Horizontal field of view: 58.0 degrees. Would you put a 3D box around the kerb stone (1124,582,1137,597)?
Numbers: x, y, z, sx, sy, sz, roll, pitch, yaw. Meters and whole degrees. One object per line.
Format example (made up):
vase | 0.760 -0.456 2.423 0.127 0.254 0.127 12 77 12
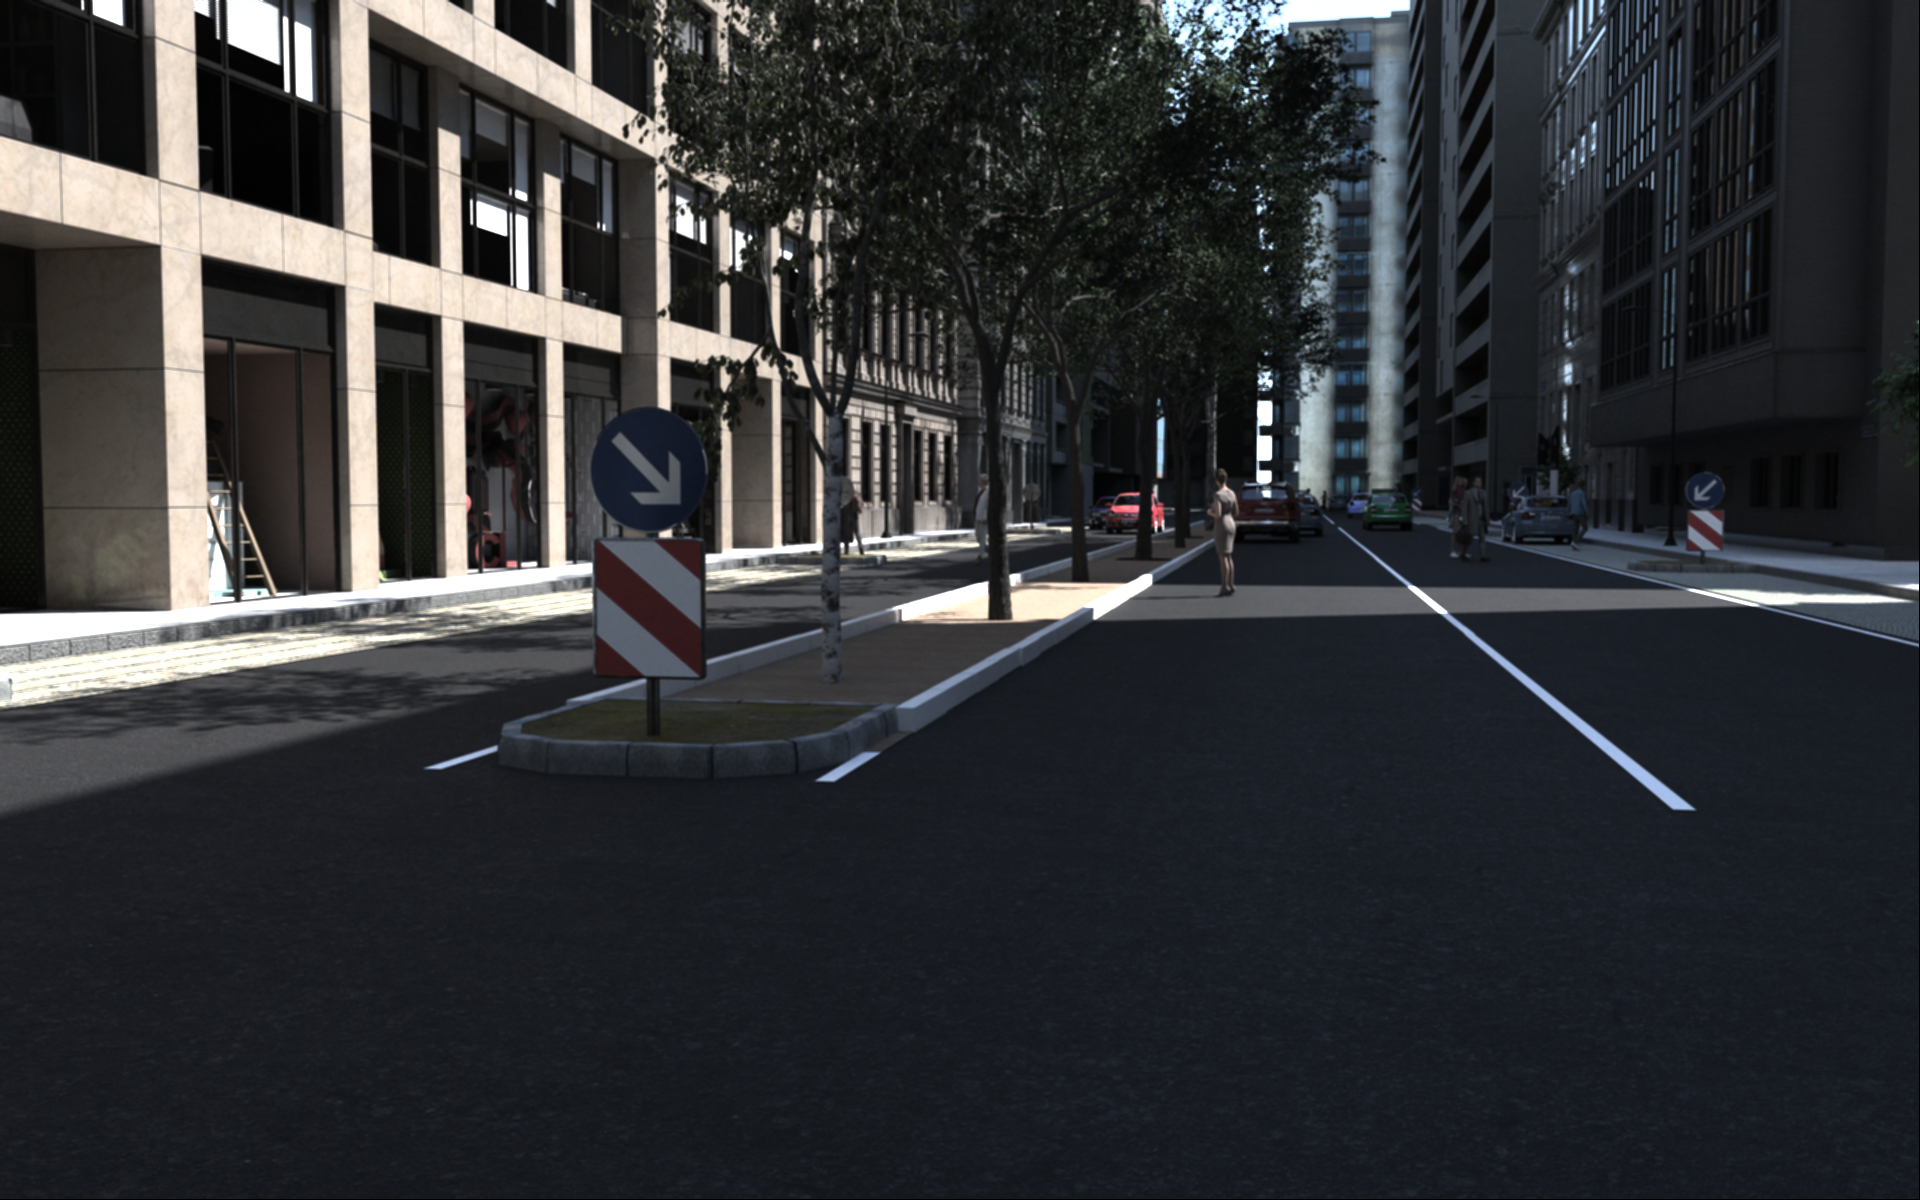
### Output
kerb stone | 2.307 -0.109 23.985 0.120 0.150 1.000 1 4 11

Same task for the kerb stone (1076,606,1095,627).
kerb stone | 1.328 0.199 18.940 0.120 0.150 1.000 1 4 11

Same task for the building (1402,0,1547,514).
building | 48.250 -31.720 142.327 21.300 48.544 21.600 1 4 11

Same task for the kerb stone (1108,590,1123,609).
kerb stone | 1.920 0.014 21.966 0.120 0.150 1.000 1 4 11

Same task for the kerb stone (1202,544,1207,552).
kerb stone | 5.845 -1.216 42.079 0.120 0.150 1.000 1 4 11

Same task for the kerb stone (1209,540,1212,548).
kerb stone | 6.417 -1.401 45.103 0.120 0.150 1.000 1 4 11

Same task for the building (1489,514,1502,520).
building | 38.849 -28.731 93.446 21.300 48.544 21.600 1 4 11

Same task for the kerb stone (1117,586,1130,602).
kerb stone | 2.111 -0.048 22.981 0.120 0.150 1.000 1 4 11

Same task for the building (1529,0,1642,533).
building | 30.044 -16.508 67.175 12.463 27.353 25.104 1 4 11

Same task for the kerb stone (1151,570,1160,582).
kerb stone | 3.088 -0.355 28.003 0.120 0.150 1.000 1 4 11

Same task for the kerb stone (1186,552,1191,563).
kerb stone | 4.659 -0.846 36.033 0.120 0.150 1.000 1 4 11

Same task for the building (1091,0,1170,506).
building | 10.885 -30.814 153.912 14.200 45.320 14.600 1 4 11

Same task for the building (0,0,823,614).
building | -16.218 -13.752 29.364 19.350 26.468 34.151 1 4 11

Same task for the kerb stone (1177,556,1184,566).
kerb stone | 4.267 -0.724 34.026 0.120 0.150 1.000 1 4 11

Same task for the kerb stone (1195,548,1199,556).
kerb stone | 5.248 -1.028 39.059 0.120 0.150 1.000 1 4 11

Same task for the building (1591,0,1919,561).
building | 25.199 -15.258 42.974 14.314 27.812 24.014 1 4 11

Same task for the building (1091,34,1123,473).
building | -3.805 -32.125 114.481 28.713 52.752 27.495 1 4 11

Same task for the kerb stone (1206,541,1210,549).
kerb stone | 6.224 -1.340 44.099 0.120 0.150 1.000 1 4 11

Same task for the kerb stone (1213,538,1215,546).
kerb stone | 6.824 -1.521 47.122 0.120 0.150 1.000 1 4 11

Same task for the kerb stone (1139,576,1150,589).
kerb stone | 2.706 -0.228 25.994 0.120 0.150 1.000 1 4 11

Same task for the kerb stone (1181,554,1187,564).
kerb stone | 4.455 -0.785 35.031 0.120 0.150 1.000 1 4 11

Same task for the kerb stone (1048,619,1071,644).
kerb stone | 0.939 0.322 16.930 0.120 0.150 1.000 1 4 11

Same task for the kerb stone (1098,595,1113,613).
kerb stone | 1.714 0.075 20.965 0.120 0.150 1.000 1 4 11

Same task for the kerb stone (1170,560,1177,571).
kerb stone | 3.874 -0.601 32.019 0.120 0.150 1.000 1 4 11

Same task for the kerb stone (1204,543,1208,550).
kerb stone | 6.032 -1.278 43.084 0.120 0.150 1.000 1 4 11

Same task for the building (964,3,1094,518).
building | -0.546 -25.044 93.060 14.154 41.232 14.086 1 4 11

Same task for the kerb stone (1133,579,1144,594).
kerb stone | 2.509 -0.169 24.991 0.120 0.150 1.000 1 4 11

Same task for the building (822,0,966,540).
building | -6.299 -11.633 54.831 10.561 19.102 19.286 1 4 11

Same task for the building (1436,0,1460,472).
building | 47.370 -32.291 117.201 28.713 52.752 27.495 1 4 11

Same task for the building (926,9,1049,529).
building | -2.195 -13.695 73.069 9.793 20.994 18.267 1 4 11

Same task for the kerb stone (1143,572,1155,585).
kerb stone | 2.892 -0.294 26.999 0.120 0.150 1.000 1 4 11

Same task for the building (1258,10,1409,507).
building | 45.710 -33.913 174.082 30.456 49.044 23.786 1 4 11

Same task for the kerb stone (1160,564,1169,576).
kerb stone | 3.485 -0.478 30.009 0.120 0.150 1.000 1 4 11

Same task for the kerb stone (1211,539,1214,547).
kerb stone | 6.616 -1.462 46.121 0.120 0.150 1.000 1 4 11

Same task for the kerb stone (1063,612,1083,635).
kerb stone | 1.131 0.263 17.937 0.120 0.150 1.000 1 4 11

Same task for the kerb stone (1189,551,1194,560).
kerb stone | 4.860 -0.905 37.045 0.120 0.150 1.000 1 4 11

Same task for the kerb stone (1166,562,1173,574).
kerb stone | 3.677 -0.539 31.013 0.120 0.150 1.000 1 4 11

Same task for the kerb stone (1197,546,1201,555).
kerb stone | 5.438 -1.093 40.068 0.120 0.150 1.000 1 4 11

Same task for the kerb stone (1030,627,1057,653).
kerb stone | 0.738 0.384 15.919 0.120 0.150 1.000 1 4 11

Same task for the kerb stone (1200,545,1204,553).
kerb stone | 5.641 -1.154 41.070 0.120 0.150 1.000 1 4 11

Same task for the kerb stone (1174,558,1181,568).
kerb stone | 4.075 -0.662 33.022 0.120 0.150 1.000 1 4 11

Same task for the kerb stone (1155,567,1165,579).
kerb stone | 3.286 -0.416 29.006 0.120 0.150 1.000 1 4 11

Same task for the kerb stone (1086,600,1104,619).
kerb stone | 1.519 0.137 19.958 0.120 0.150 1.000 1 4 11

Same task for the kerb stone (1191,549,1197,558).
kerb stone | 5.055 -0.967 38.049 0.120 0.150 1.000 1 4 11

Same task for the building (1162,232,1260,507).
building | 22.835 -24.590 173.743 14.107 30.474 14.160 1 4 11

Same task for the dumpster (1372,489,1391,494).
dumpster | 35.393 -8.370 145.064 1.865 1.857 1.264 1 4 10
